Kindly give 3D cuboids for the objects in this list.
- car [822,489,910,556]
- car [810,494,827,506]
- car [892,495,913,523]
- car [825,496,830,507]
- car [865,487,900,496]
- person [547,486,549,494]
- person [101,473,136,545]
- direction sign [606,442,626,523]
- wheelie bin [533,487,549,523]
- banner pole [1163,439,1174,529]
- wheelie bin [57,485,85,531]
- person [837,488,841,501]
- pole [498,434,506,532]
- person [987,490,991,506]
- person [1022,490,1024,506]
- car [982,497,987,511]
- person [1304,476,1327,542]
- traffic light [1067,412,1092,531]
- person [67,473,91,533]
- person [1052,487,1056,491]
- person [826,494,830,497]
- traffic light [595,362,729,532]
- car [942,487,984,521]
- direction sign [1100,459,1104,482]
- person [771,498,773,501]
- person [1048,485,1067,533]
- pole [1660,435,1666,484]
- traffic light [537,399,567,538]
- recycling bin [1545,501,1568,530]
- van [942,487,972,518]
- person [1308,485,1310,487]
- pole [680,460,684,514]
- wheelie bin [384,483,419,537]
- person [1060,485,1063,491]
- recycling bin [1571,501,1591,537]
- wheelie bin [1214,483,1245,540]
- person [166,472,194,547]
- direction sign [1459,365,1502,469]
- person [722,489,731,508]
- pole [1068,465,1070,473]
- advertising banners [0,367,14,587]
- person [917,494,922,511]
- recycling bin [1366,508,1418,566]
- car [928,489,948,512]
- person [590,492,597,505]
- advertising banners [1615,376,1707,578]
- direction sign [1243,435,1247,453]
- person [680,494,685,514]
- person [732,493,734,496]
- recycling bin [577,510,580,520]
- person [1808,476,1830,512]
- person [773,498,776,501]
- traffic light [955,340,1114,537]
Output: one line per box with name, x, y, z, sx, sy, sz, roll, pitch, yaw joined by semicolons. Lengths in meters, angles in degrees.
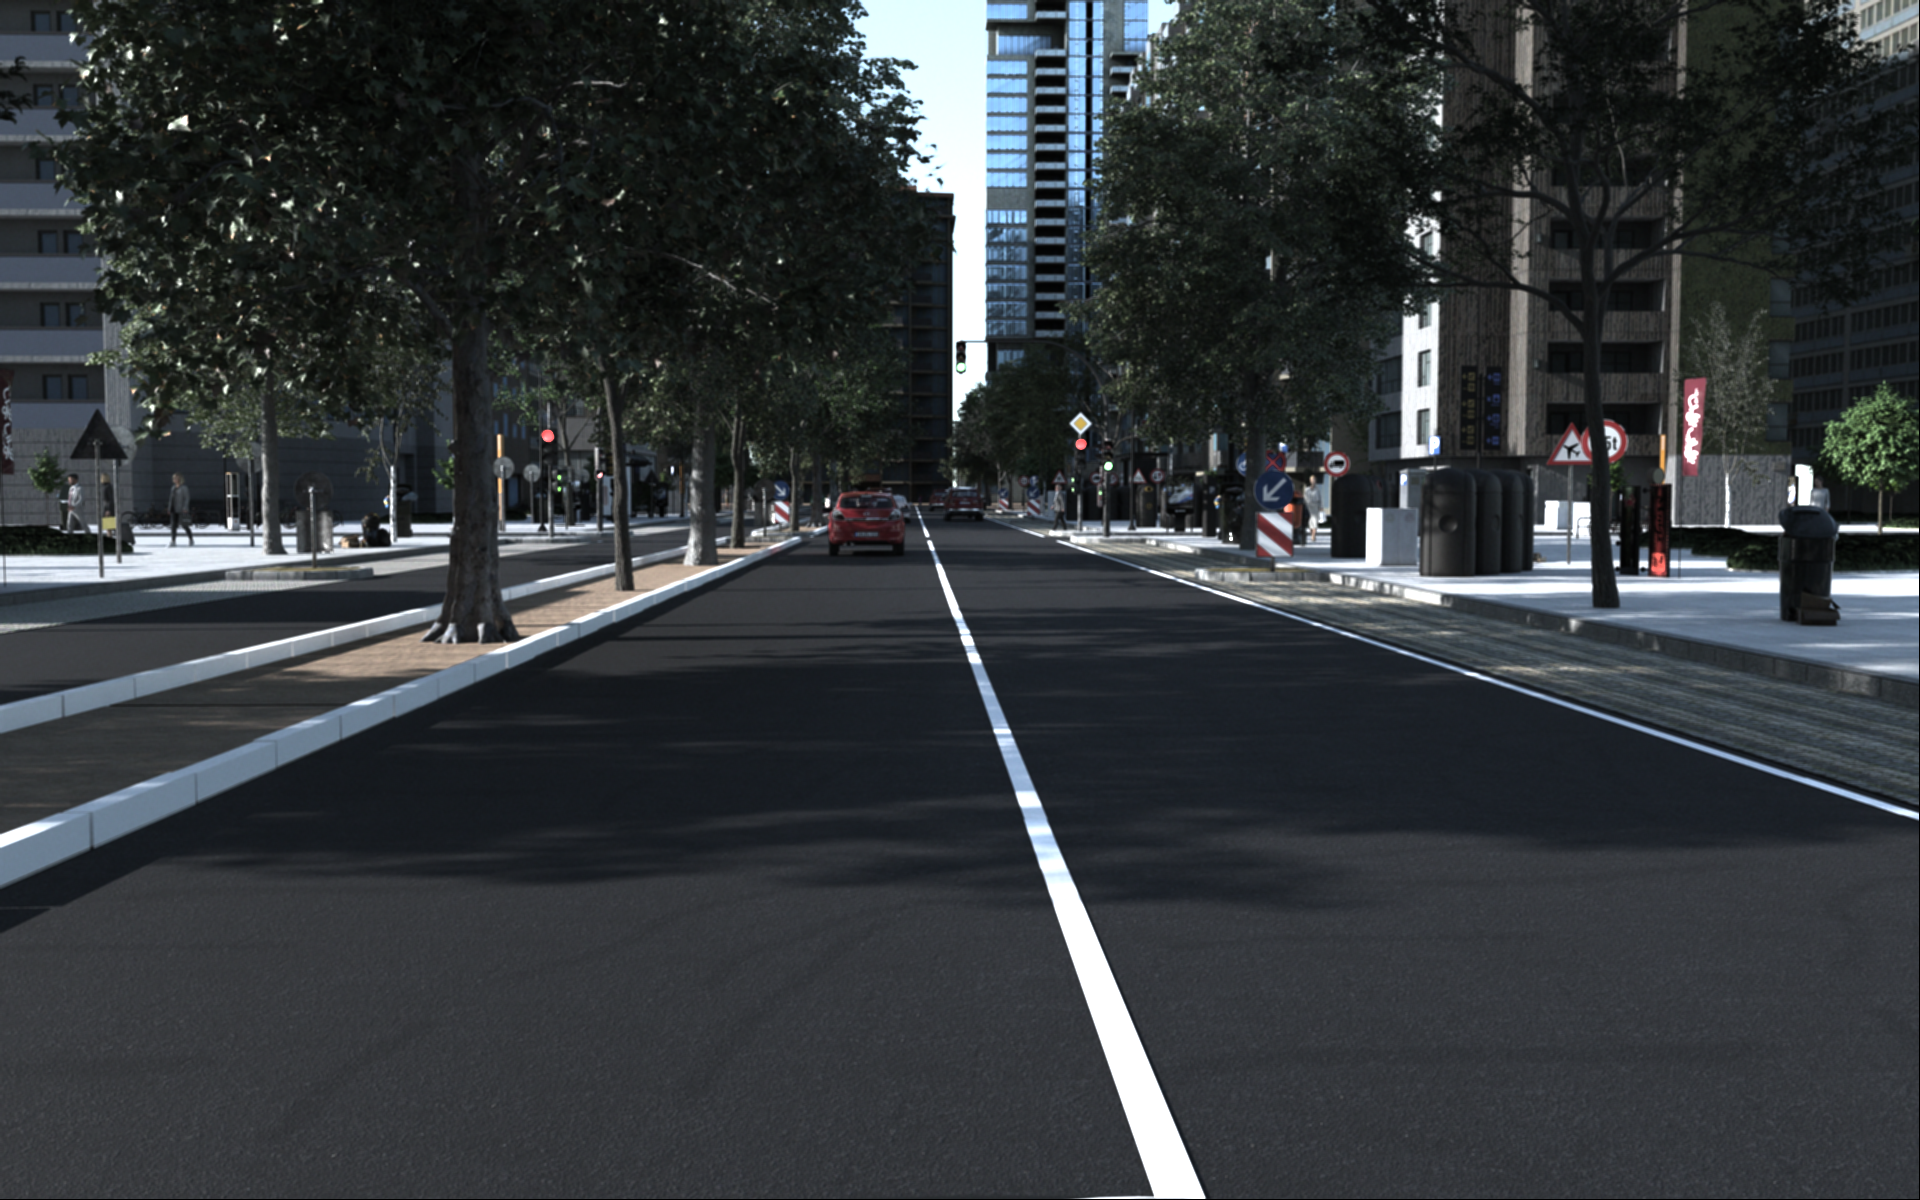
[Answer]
car;-2.269;-2.010;41.907;2.155;1.783;4.494;0;4;-3
car;-16.057;-11.480;196.497;1.959;1.807;4.718;0;4;-3
car;-3.413;-4.557;86.870;2.083;1.381;4.827;0;4;-2
car;-12.013;-9.515;167.930;2.083;1.381;4.827;0;4;-1
car;-4.576;-5.507;98.714;2.281;1.827;5.304;0;4;0
person;-26.103;-6.279;108.969;0.793;1.790;0.793;2;4;29
person;-20.837;-2.232;42.761;0.699;1.804;1.509;0;4;4
direction sign;-15.040;-5.122;75.739;0.876;3.537;0.379;-1;4;-23
wheelie bin;-18.580;-4.214;76.804;0.693;1.594;0.980;-3;5;-39
banner pole;7.777;-4.531;64.103;0.401;3.779;0.863;0;4;-7
wheelie bin;-31.015;-3.213;60.443;0.980;1.594;0.693;0;4;-1
person;-7.109;-5.664;101.293;0.473;1.802;0.592;1;4;20
pole;-15.692;-4.001;59.267;0.158;3.312;0.155;0;3;0
person;3.129;-11.272;190.871;0.750;1.759;0.617;2;4;31
person;6.922;-11.013;186.900;0.445;1.727;0.742;-1;4;-22
car;1.366;-8.627;150.833;2.009;1.686;4.222;0;4;-2
person;9.591;-2.474;46.851;0.694;1.780;0.624;3;5;39
traffic light;4.105;-4.311;59.400;0.839;4.253;0.868;0;4;-2
person;-21.968;-2.250;43.107;0.678;1.792;0.850;2;4;35
person;8.139;-8.805;149.631;1.348;1.869;0.705;2;4;28
person;-15.902;-12.444;212.681;1.217;1.735;0.721;0;4;-2
traffic light;-10.160;-5.159;59.020;4.771;5.953;1.251;0;4;-2
car;0.174;-5.176;93.293;2.281;1.827;5.304;0;4;-2
direction sign;8.114;-6.481;97.953;0.379;3.537;0.876;2;4;28
person;-19.525;-10.631;179.873;0.705;1.823;1.348;0;4;7
person;3.519;-3.291;62.713;0.834;1.777;0.661;-1;4;-22
pole;24.217;-4.031;59.745;0.158;3.312;0.155;0;3;0
traffic light;-12.025;-3.794;50.945;0.839;4.253;0.868;0;4;-2
recycling bin;21.687;-3.065;62.666;0.722;1.027;0.722;-1;4;-21
van;-0.097;-5.928;103.934;2.013;2.044;4.112;0;4;-1
person;20.387;-5.803;100.765;0.795;1.843;0.661;1;4;15
pole;-16.691;-6.743;104.087;0.158;3.312;0.155;0;3;0
wheelie bin;-16.522;-2.650;51.232;0.980;1.594;0.693;-1;4;-16
person;6.333;-6.397;110.538;0.836;1.842;0.656;-1;4;-11
recycling bin;18.865;-2.413;51.999;0.722;1.027;0.722;2;4;31
wheelie bin;7.592;-2.465;48.213;0.980;1.594;0.693;0;4;-6
person;-18.782;-2.178;41.828;0.709;1.800;0.728;2;4;24
direction sign;9.205;-2.367;30.701;0.876;3.537;0.379;-1;4;-21
person;-21.785;-9.539;162.000;0.705;1.824;1.348;2;4;27
pole;7.635;-7.807;121.493;0.158;3.312;0.155;0;3;0
advertising banners;-13.156;-1.663;23.373;0.090;3.025;2.074;0;4;-6
person;-3.439;-8.316;147.688;0.599;1.433;0.991;1;4;21
recycling bin;7.759;-1.135;31.113;0.722;1.027;0.722;0;4;-6
car;-1.494;-8.149;141.907;2.281;1.827;5.304;0;4;-2
person;-29.978;-8.288;141.683;1.348;1.807;0.705;0;4;-8
advertising banners;10.804;-1.868;26.729;0.090;3.025;2.074;-1;4;-13
direction sign;10.765;-4.440;64.597;0.379;3.537;0.876;-1;4;-18
person;-17.846;-6.198;111.665;0.425;1.301;0.394;2;4;32
person;-22.637;-10.130;174.902;0.697;1.427;0.421;-1;4;-20
recycling bin;-18.653;-4.413;84.712;0.722;1.027;0.722;0;4;6
person;21.528;-2.246;43.508;0.466;1.731;0.760;0;4;-3
person;-19.735;-10.644;183.259;0.799;1.438;0.628;2;4;25
traffic light;2.241;-4.682;51.219;4.771;5.953;1.251;0;4;-2
